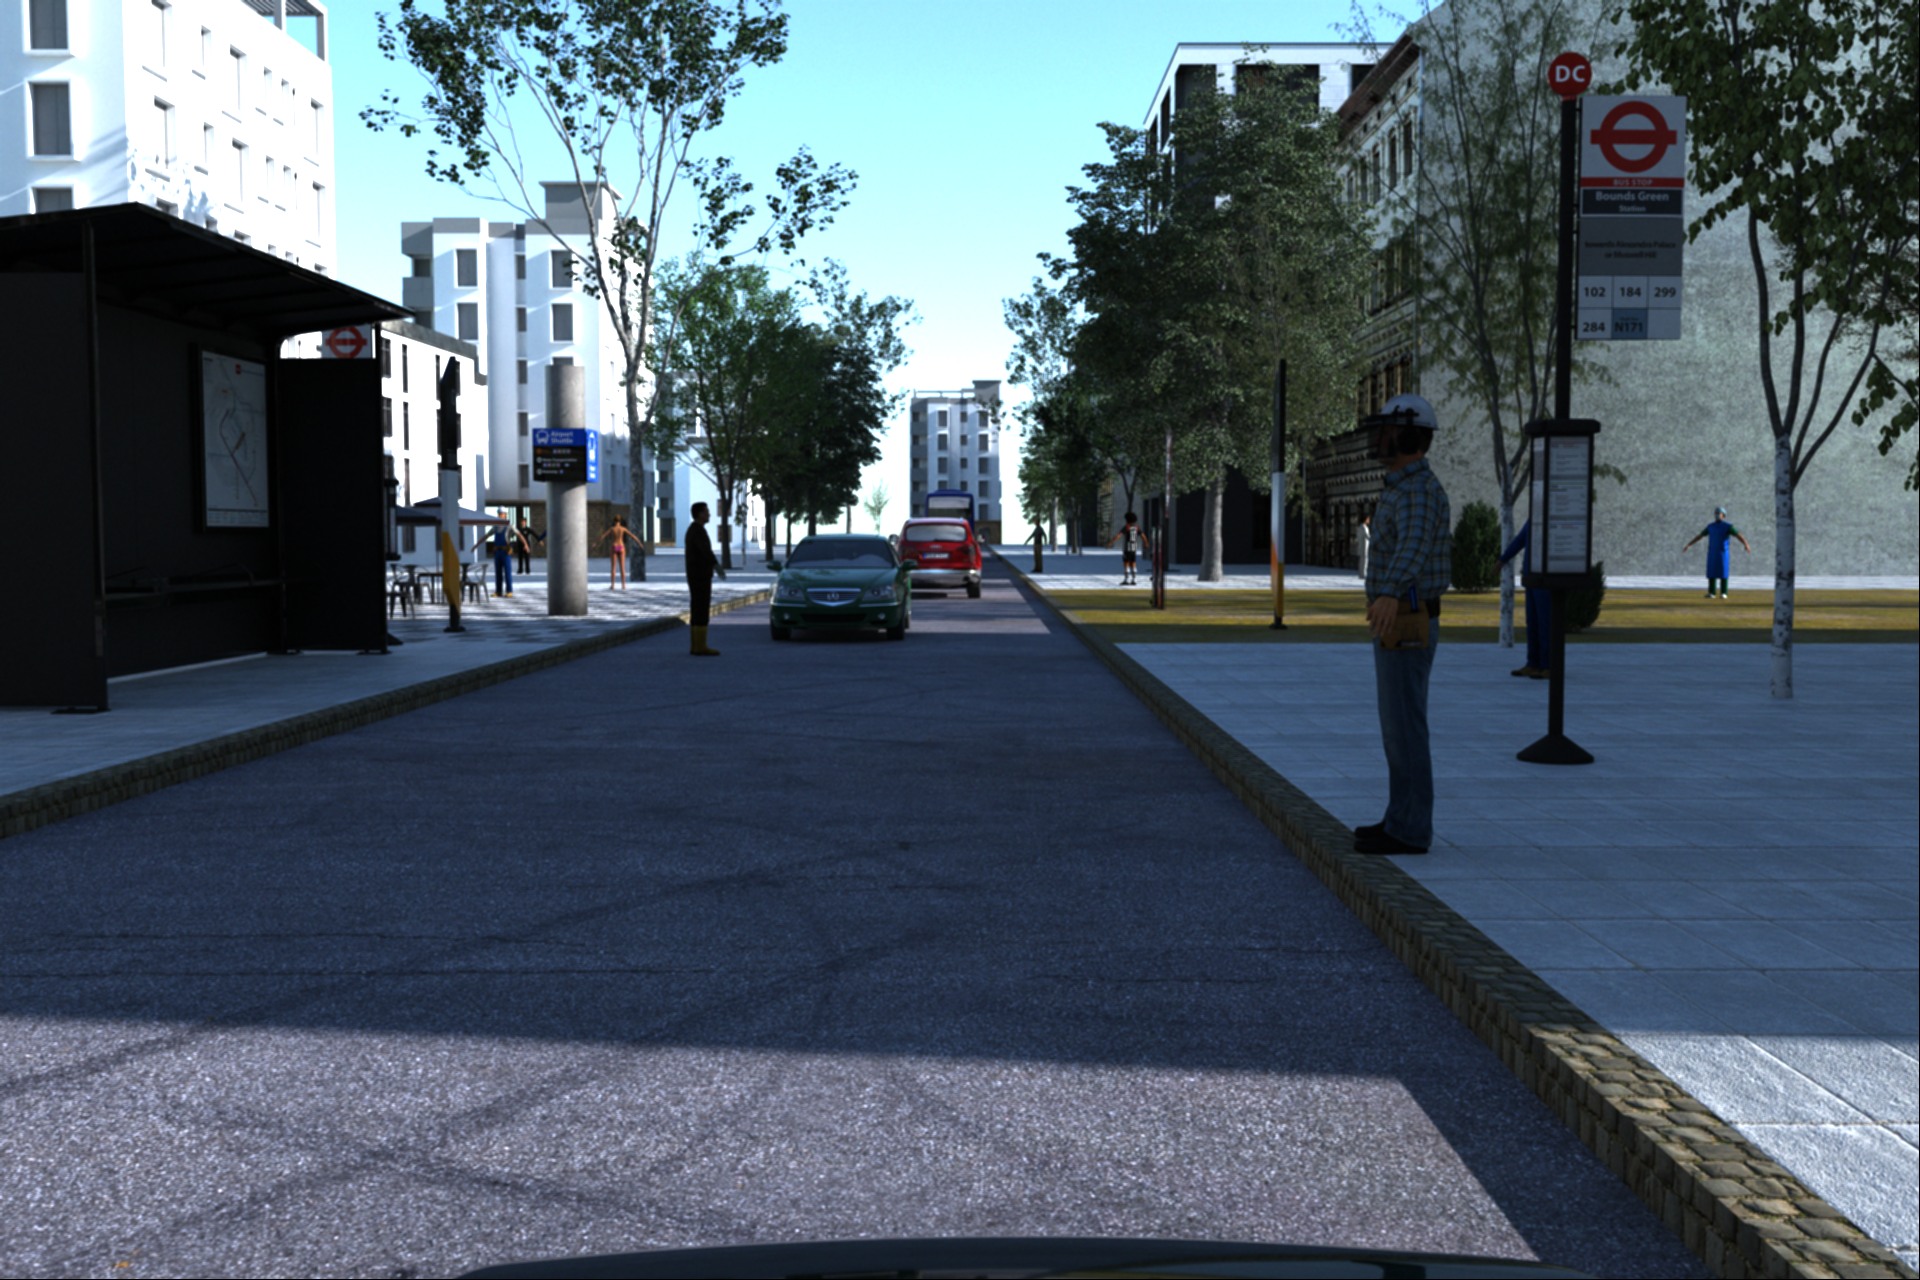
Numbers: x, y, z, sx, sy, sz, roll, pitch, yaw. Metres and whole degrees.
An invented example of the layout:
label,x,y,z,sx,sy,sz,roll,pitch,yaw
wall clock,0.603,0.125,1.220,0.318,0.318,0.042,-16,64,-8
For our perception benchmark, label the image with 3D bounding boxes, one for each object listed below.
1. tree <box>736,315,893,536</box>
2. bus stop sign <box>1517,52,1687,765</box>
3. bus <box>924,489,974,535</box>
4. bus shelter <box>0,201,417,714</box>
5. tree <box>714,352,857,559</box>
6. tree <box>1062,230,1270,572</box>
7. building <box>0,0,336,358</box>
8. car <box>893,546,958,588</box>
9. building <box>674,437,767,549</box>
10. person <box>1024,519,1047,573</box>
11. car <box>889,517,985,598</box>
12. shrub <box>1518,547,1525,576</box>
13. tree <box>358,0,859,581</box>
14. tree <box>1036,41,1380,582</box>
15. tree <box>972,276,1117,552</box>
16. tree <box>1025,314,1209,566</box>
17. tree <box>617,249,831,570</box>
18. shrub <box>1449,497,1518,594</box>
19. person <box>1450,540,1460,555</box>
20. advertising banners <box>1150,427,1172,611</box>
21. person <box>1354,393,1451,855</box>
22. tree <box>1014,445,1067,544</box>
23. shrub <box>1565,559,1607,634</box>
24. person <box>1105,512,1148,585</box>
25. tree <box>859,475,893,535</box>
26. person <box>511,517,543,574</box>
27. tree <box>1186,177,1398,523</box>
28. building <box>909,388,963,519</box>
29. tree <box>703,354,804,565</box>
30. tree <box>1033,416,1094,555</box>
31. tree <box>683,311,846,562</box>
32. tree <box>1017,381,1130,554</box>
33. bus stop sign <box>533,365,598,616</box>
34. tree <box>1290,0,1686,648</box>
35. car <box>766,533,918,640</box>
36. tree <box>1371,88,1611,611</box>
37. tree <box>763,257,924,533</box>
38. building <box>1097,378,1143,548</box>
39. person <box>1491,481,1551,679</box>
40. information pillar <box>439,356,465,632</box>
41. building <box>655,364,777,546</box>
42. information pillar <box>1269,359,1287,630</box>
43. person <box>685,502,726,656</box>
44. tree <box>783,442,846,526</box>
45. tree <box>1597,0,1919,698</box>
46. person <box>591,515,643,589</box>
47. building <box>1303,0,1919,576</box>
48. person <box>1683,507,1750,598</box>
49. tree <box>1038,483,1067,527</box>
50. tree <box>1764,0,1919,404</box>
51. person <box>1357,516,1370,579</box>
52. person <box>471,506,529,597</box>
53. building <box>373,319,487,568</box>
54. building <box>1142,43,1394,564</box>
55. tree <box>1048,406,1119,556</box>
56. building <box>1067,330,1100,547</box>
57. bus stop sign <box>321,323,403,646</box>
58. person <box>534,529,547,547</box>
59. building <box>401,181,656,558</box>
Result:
label,x,y,z,sx,sy,sz,roll,pitch,yaw
tree,-8.836,-11.949,102.023,9.857,13.997,8.962,0,3,0
bus stop sign,3.597,-1.285,9.707,0.855,3.939,0.416,0,4,1
bus,-0.597,-6.314,94.785,2.896,3.916,12.251,0,4,-1
bus shelter,-6.643,-1.475,15.397,1.731,3.624,6.357,0,4,0
tree,-9.022,-9.484,89.469,8.767,10.594,7.601,1,4,13
tree,7.049,-8.150,59.004,9.928,11.665,9.643,0,3,0
building,-27.491,-11.787,49.137,16.016,20.090,11.380,0,4,1
car,-0.918,-2.326,47.075,2.155,1.783,4.494,0,3,0
building,-22.474,-13.521,163.213,9.099,9.664,28.070,0,4,1
person,2.579,-3.152,57.810,0.705,1.796,1.348,-2,4,-29
car,-0.542,-1.934,40.294,2.281,1.827,5.304,0,4,0
shrub,13.132,-2.065,38.181,1.690,2.028,1.600,0,3,0
tree,-8.877,-11.578,45.181,12.611,20.169,13.585,0,3,0
tree,6.839,-8.572,46.805,9.857,13.997,8.962,0,3,0
tree,7.260,-16.504,125.736,12.611,20.169,13.585,0,3,0
tree,6.598,-8.216,68.744,8.767,10.594,7.601,1,4,12
tree,-8.514,-8.384,62.827,9.928,11.665,9.643,0,3,0
shrub,11.097,-2.026,37.174,1.661,2.075,1.752,0,3,0
person,8.823,-1.655,32.822,0.705,1.858,1.354,-3,5,-42
advertising banners,3.418,-2.034,29.437,0.090,3.025,2.074,0,4,-2
person,1.779,-0.075,7.060,0.704,1.849,1.345,1,4,13
tree,11.599,-19.053,218.167,9.857,13.997,8.962,0,3,0
shrub,7.883,-0.693,22.446,1.383,1.207,1.383,0,3,0
person,4.235,-2.279,43.404,1.345,1.843,0.704,-2,4,-34
tree,-9.675,-15.978,211.598,4.360,8.622,3.978,0,3,0
person,-14.022,-3.038,55.598,1.347,1.837,0.705,0,4,3
tree,6.517,-5.279,36.668,4.360,8.622,3.978,0,3,0
building,-5.999,-21.891,216.792,11.380,20.090,16.016,0,4,3
tree,-8.805,-7.436,71.949,4.737,8.622,4.395,0,3,0
tree,6.564,-9.540,106.335,4.737,8.622,4.395,0,3,0
tree,-8.897,-9.435,80.023,9.928,11.665,9.643,0,3,0
tree,7.579,-11.453,113.013,9.928,11.665,9.643,0,3,0
bus stop sign,-6.200,-2.340,27.270,0.837,3.901,0.837,0,4,0
tree,6.380,-4.230,19.516,4.360,8.622,3.978,0,3,0
car,-1.655,-0.803,24.931,2.131,1.459,4.920,0,3,0
tree,9.253,-4.801,28.856,4.360,8.622,3.978,0,3,0
tree,-9.009,-16.235,121.334,12.611,20.169,13.585,0,3,0
building,23.049,-20.367,163.921,19.493,23.208,18.063,0,4,1
person,5.166,-0.586,15.461,0.705,1.842,1.347,-1,4,-10
information pillar,-6.653,-1.912,22.609,0.183,3.616,0.504,0,4,0
building,-25.526,-19.795,180.059,16.016,20.090,11.380,0,4,1
information pillar,4.305,-1.961,23.415,0.183,3.616,0.504,0,4,-1
person,-3.050,-0.730,20.531,0.704,1.812,1.346,-1,4,-22
tree,-17.954,-18.654,211.651,9.857,13.997,8.962,0,3,0
tree,6.508,-3.839,13.133,4.737,8.622,4.395,0,3,0
person,-8.031,-2.066,40.584,1.217,1.733,0.721,-1,4,-17
building,23.198,-14.072,61.014,19.493,23.208,18.063,0,4,1
person,15.228,-1.754,34.805,0.704,1.817,1.347,-3,5,-42
tree,12.124,-15.929,210.798,4.360,8.622,3.978,0,3,0
tree,19.470,-7.293,29.609,12.009,13.543,11.850,0,3,0
person,11.484,-2.627,49.139,0.705,1.806,1.347,0,4,-4
person,-9.333,-1.801,35.302,1.347,1.847,0.705,1,4,19
building,-26.044,-8.272,77.401,9.099,9.664,28.070,0,4,1
building,23.062,-14.969,88.719,27.936,21.610,32.646,0,4,0
tree,6.933,-9.085,98.907,4.737,8.622,4.395,0,3,0
building,25.523,-21.168,190.078,27.936,21.610,32.646,0,4,0
bus stop sign,-6.884,-1.909,19.920,0.855,3.939,0.416,0,4,0
person,-12.255,-2.854,52.630,1.349,1.833,0.705,-1,4,-11
building,-23.886,-14.546,94.244,16.016,20.090,11.380,0,3,0
